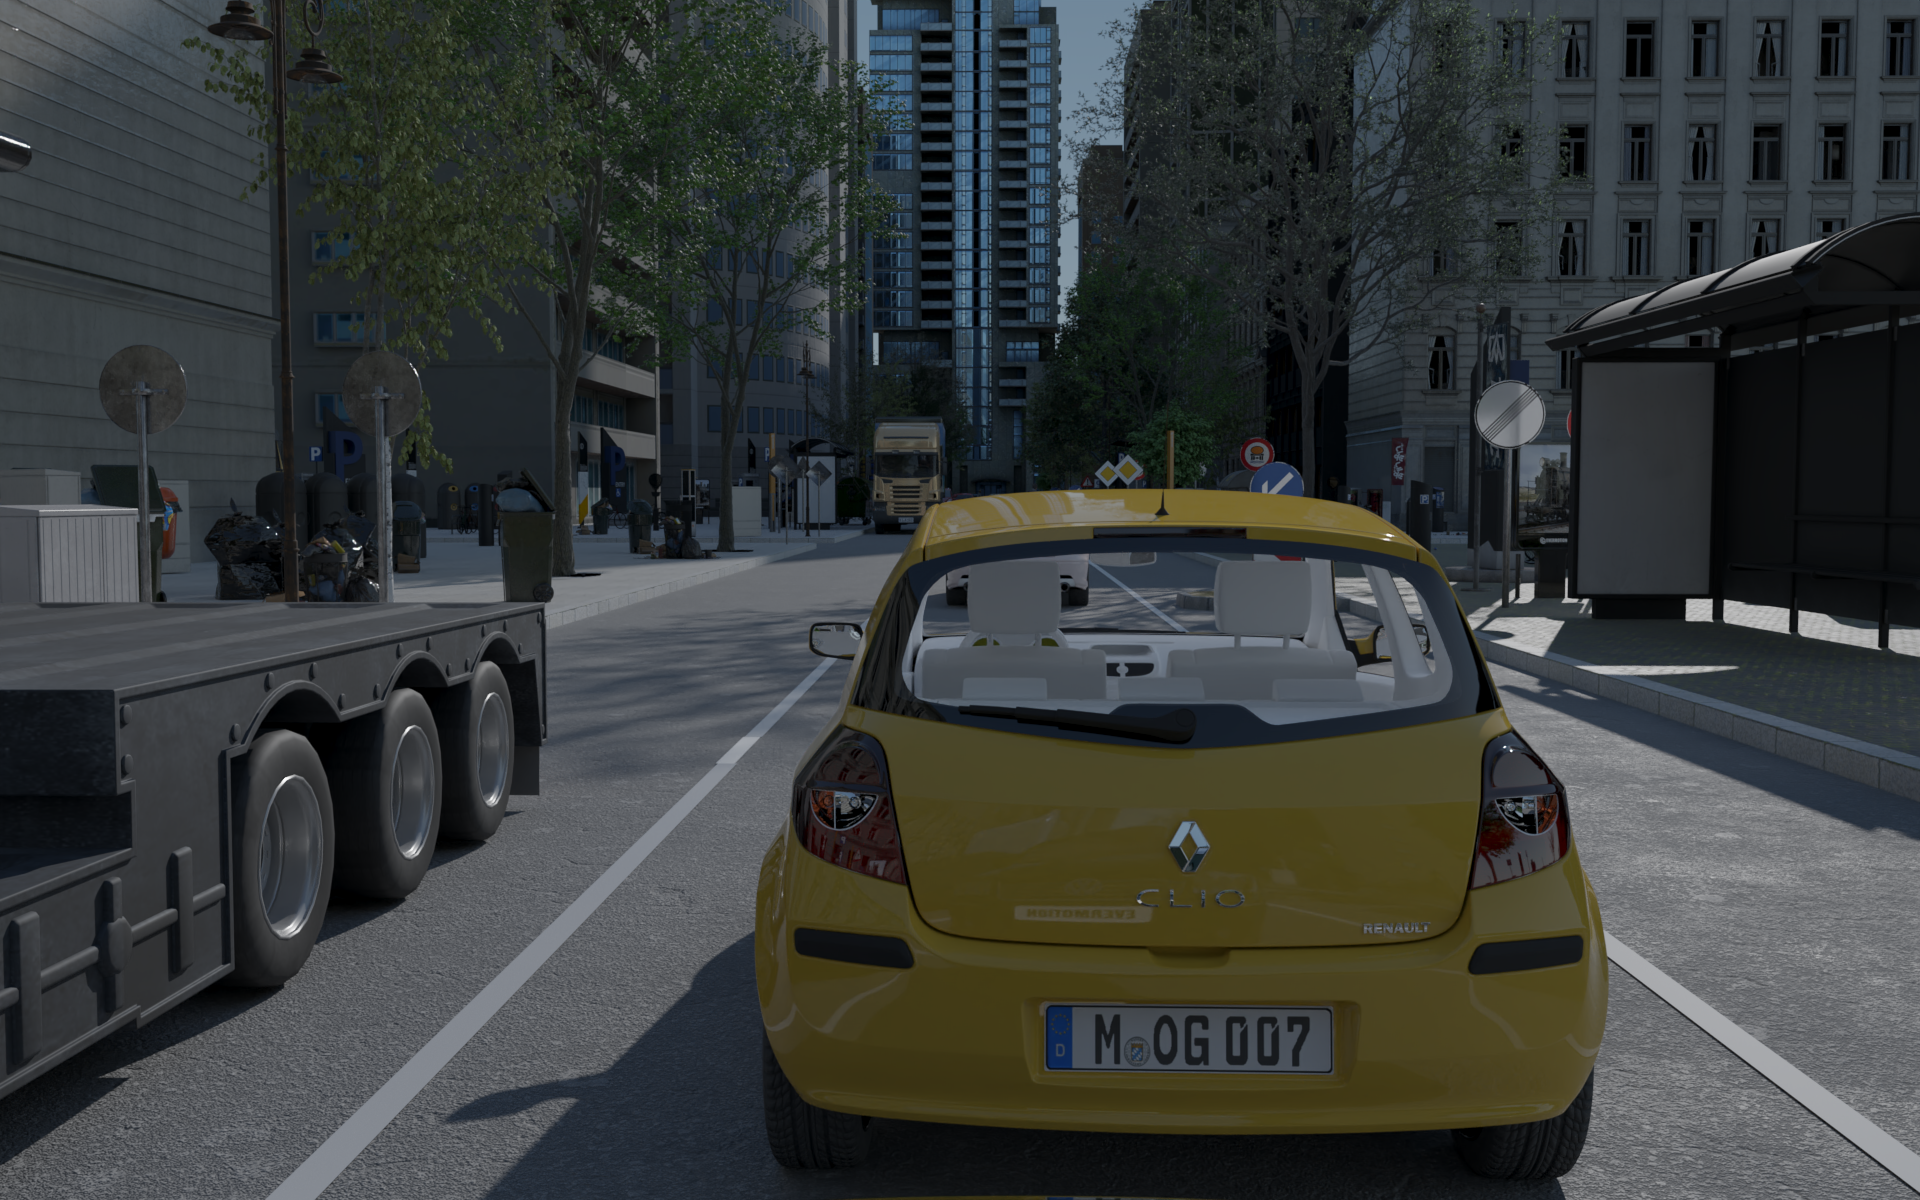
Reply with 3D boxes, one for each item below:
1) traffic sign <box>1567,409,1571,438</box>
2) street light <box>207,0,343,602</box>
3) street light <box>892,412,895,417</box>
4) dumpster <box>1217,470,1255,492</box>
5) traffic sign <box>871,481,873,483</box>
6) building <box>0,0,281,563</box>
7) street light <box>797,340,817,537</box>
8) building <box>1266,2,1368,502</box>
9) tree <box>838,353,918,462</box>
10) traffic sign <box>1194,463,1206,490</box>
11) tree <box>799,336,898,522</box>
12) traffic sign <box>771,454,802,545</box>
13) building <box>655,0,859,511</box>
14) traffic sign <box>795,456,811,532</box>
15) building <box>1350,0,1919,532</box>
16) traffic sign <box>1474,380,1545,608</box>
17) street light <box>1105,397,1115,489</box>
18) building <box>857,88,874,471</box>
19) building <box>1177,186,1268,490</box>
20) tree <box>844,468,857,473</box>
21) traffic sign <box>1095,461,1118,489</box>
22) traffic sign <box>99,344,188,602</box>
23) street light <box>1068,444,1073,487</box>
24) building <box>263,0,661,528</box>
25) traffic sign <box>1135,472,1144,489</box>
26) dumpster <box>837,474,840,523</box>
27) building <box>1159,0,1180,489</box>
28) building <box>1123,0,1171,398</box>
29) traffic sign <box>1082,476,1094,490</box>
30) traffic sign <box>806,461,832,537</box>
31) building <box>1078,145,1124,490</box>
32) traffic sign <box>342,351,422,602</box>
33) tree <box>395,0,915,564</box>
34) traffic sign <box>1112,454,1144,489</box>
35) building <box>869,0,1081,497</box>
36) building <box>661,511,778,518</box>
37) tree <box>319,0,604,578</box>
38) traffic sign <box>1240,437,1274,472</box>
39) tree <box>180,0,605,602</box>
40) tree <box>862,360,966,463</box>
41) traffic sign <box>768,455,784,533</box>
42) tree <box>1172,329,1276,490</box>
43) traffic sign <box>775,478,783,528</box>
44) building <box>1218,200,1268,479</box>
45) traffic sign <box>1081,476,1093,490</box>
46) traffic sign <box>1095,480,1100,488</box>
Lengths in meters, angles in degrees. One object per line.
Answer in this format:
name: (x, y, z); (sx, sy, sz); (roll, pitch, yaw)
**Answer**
traffic sign: (7.997, -1.324, 21.755); (0.768, 2.556, 0.104); (1, 4, 11)
street light: (-5.487, -2.525, 14.072); (0.468, 5.910, 1.993); (0, 4, 1)
street light: (-3.711, -7.595, 96.968); (0.468, 5.910, 1.993); (0, 4, 1)
dumpster: (6.925, -2.193, 41.619); (1.264, 1.857, 1.865); (0, 4, 1)
traffic sign: (-5.216, -6.389, 104.471); (0.884, 2.594, 0.081); (0, 4, 8)
building: (-35.714, -15.358, 27.521); (44.131, 29.872, 17.030); (0, 4, 1)
street light: (-4.599, -4.855, 52.162); (0.468, 5.910, 1.993); (0, 4, 1)
building: (21.671, -15.339, 80.478); (12.332, 23.373, 15.834); (0, 4, 1)
tree: (-4.117, -8.522, 89.698); (4.737, 8.622, 4.395); (0, 3, 0)
traffic sign: (8.468, -3.804, 62.308); (0.768, 2.556, 0.104); (0, 4, 2)
tree: (-5.054, -7.952, 80.375); (4.360, 8.622, 3.978); (0, 3, 0)
traffic sign: (-4.402, -2.468, 44.000); (0.795, 2.450, 0.064); (0, 4, 1)
building: (-21.372, -38.154, 165.809); (21.231, 58.520, 28.212); (0, 4, 1)
traffic sign: (-5.325, -3.596, 58.793); (0.884, 2.594, 0.081); (1, 4, 9)
building: (24.008, -13.074, 62.917); (18.267, 20.994, 9.793); (0, 4, 1)
traffic sign: (6.151, -1.183, 19.455); (0.768, 2.556, 0.104); (0, 4, 8)
street light: (7.091, -6.695, 82.251); (0.468, 5.910, 1.993); (0, 4, 1)
building: (-16.966, -32.860, 187.378); (14.200, 45.320, 14.600); (0, 4, 1)
building: (20.223, -16.411, 117.479); (9.793, 20.994, 18.267); (0, 4, 1)
tree: (-6.877, -7.207, 112.433); (1.663, 3.219, 1.824); (0, 3, 0)
traffic sign: (4.413, -2.944, 51.776); (0.795, 2.450, 0.064); (0, 4, 1)
traffic sign: (-6.963, -0.897, 14.775); (0.768, 2.556, 0.104); (0, 4, 2)
street light: (8.079, -9.400, 126.473); (0.468, 5.910, 1.993); (0, 4, 1)
building: (-25.787, -27.577, 74.581); (21.300, 48.544, 21.600); (0, 4, 1)
traffic sign: (6.357, -3.810, 62.395); (0.768, 2.556, 0.104); (1, 4, 10)
dumpster: (-5.841, -4.523, 76.445); (1.502, 2.255, 1.985); (0, 4, 1)
building: (26.720, -43.265, 145.636); (20.563, 71.187, 20.611); (0, 4, 1)
building: (27.215, -33.286, 167.924); (21.300, 48.544, 21.600); (0, 4, 1)
traffic sign: (8.943, -7.426, 121.424); (0.884, 2.594, 0.081); (0, 4, 3)
traffic sign: (-4.229, -2.957, 51.983); (0.795, 2.450, 0.064); (0, 4, 1)
building: (22.655, -35.170, 225.141); (14.200, 45.320, 14.600); (0, 4, 1)
traffic sign: (-5.148, -0.936, 15.413); (0.768, 2.556, 0.104); (1, 4, 11)
tree: (-5.022, -6.874, 38.145); (9.928, 11.665, 9.643); (0, 3, 0)
traffic sign: (4.240, -2.456, 43.793); (0.795, 2.450, 0.064); (0, 4, 1)
building: (0.148, -56.007, 228.390); (31.000, 86.520, 22.319); (0, 4, 1)
building: (-18.829, -34.555, 106.979); (21.231, 58.520, 28.212); (0, 4, 1)
tree: (-6.034, -6.172, 26.666); (9.928, 11.665, 9.643); (0, 3, 0)
traffic sign: (6.691, -2.385, 39.102); (0.768, 2.556, 0.104); (0, 4, 2)
tree: (-6.194, -4.212, 19.230); (4.737, 8.622, 4.395); (0, 3, 0)
tree: (-3.125, -11.325, 119.583); (7.601, 10.594, 8.767); (-1, 4, -18)
traffic sign: (-5.898, -3.446, 56.443); (0.768, 2.556, 0.104); (1, 4, 11)
tree: (11.816, -7.799, 77.882); (4.737, 8.622, 4.395); (0, 3, 0)
traffic sign: (-6.734, -3.863, 65.296); (0.606, 2.300, 0.079); (0, 4, 4)
building: (20.753, -14.283, 98.159); (10.561, 19.102, 19.286); (0, 4, 1)
traffic sign: (9.074, -7.574, 123.833); (0.884, 2.594, 0.081); (0, 4, 4)
traffic sign: (9.540, -7.155, 119.106); (0.606, 2.300, 0.079); (0, 4, 2)
